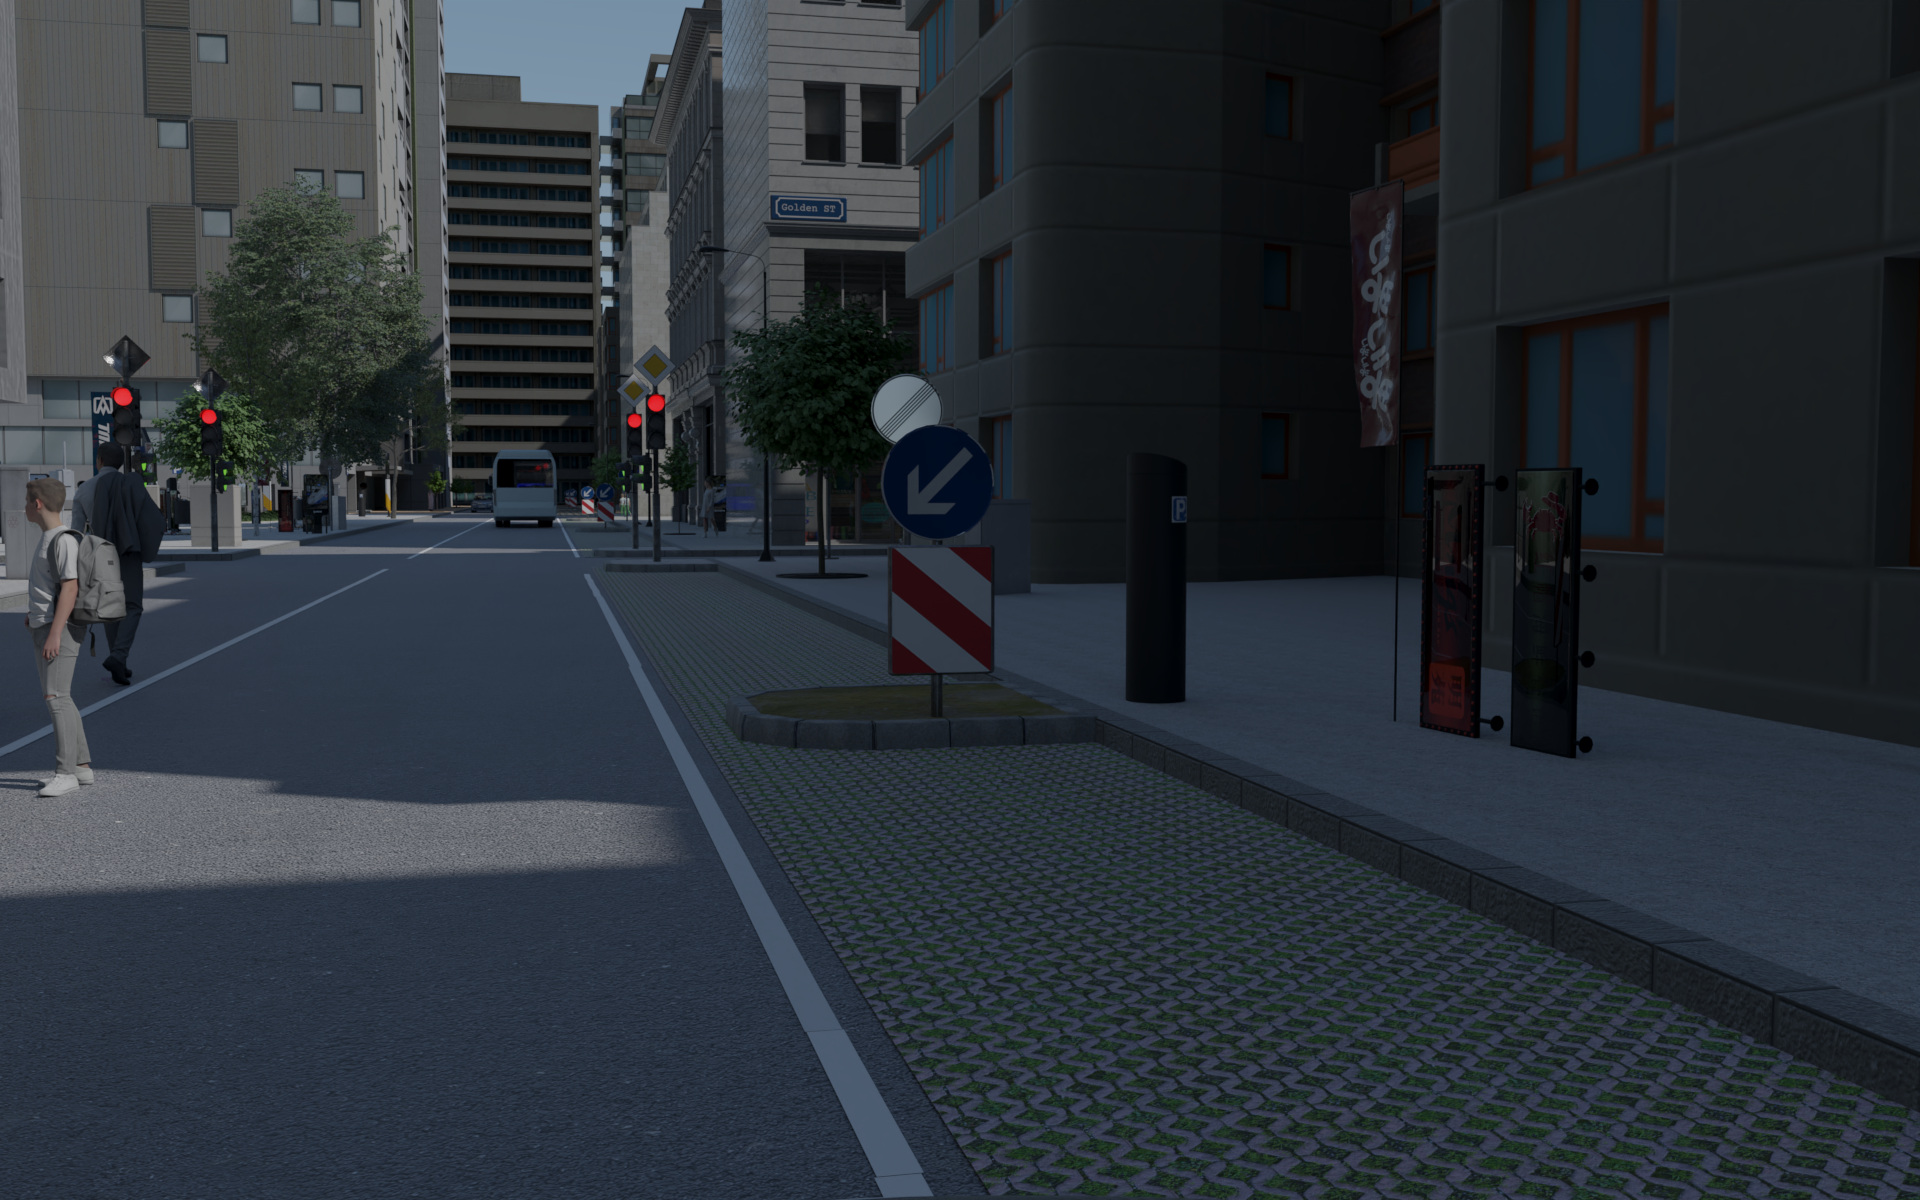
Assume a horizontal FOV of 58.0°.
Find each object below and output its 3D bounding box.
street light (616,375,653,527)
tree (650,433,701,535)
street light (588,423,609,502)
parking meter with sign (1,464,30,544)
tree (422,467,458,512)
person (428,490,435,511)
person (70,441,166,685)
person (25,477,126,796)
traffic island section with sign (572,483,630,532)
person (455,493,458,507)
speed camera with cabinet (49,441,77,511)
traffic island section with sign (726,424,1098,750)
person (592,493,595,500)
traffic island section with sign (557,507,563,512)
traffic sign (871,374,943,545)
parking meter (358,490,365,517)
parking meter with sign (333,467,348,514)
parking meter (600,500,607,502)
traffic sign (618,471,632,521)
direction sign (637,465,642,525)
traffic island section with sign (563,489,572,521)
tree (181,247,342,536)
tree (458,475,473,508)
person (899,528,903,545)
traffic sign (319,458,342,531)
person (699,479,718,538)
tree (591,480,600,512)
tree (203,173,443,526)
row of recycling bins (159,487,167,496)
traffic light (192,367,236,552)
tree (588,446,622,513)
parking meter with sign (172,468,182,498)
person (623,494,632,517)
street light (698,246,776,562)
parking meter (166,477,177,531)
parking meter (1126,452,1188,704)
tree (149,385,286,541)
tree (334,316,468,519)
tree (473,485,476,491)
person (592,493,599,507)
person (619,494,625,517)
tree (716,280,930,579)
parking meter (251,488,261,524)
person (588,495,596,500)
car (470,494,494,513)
[{"bbox_3d":[-12.685,-5.810,67.540,1.470,5.913,1.316,-1,4,-13],"label":"street light"},{"bbox_3d":[-8.991,-3.667,54.550,1.663,3.219,1.824,0,3,0],"label":"tree"},{"bbox_3d":[-23.728,-8.648,113.934,1.470,5.913,1.316,-1,4,-13],"label":"street light"},{"bbox_3d":[-24.332,-2.958,44.616,1.738,3.016,0.543,-2,4,-25],"label":"parking meter with sign"},{"bbox_3d":[-37.986,-8.037,126.008,1.663,3.219,1.824,0,3,0],"label":"tree"},{"bbox_3d":[-40.192,-7.644,131.691,0.551,1.740,0.621,0,4,4],"label":"person"},{"bbox_3d":[-6.384,-0.279,13.166,0.679,1.850,0.850,-1,4,-11],"label":"person"},{"bbox_3d":[-4.370,0.164,8.411,0.503,1.515,0.523,2,4,24],"label":"person"},{"bbox_3d":[-13.469,-3.456,65.136,1.989,1.847,2.006,-1,4,-13],"label":"traffic island section with sign"},{"bbox_3d":[-49.374,-9.832,170.012,0.599,1.433,0.991,-1,4,-19],"label":"person"},{"bbox_3d":[-33.552,-4.375,65.864,0.660,3.252,2.038,2,4,24],"label":"speed camera with cabinet"},{"bbox_3d":[-0.400,-0.121,10.614,1.989,1.847,2.006,-1,4,-13],"label":"traffic island section with sign"},{"bbox_3d":[-37.434,-10.376,176.394,1.217,1.736,0.721,0,4,5],"label":"person"},{"bbox_3d":[-31.443,-8.042,140.118,1.989,1.847,2.006,-1,4,-13],"label":"traffic island section with sign"},{"bbox_3d":[-0.564,-1.123,18.467,0.768,2.556,0.104,0,4,-7],"label":"traffic sign"},{"bbox_3d":[-33.929,-5.492,98.210,0.372,1.533,0.369,0,3,0],"label":"parking meter"},{"bbox_3d":[-39.462,-6.901,109.095,1.738,3.016,0.543,-1,4,-10],"label":"parking meter with sign"},{"bbox_3d":[-23.330,-6.576,113.226,0.399,1.863,0.255,0,4,7],"label":"parking meter"},{"bbox_3d":[-15.650,-4.969,81.347,0.768,2.556,0.104,0,4,-8],"label":"traffic sign"},{"bbox_3d":[-13.589,-4.947,72.878,0.379,3.537,0.876,-1,4,-23],"label":"direction sign"},{"bbox_3d":[-19.761,-5.059,91.349,1.989,1.847,2.006,-1,4,-13],"label":"traffic island section with sign"},{"bbox_3d":[-21.212,-6.253,52.601,4.737,8.622,4.395,0,3,0],"label":"tree"},{"bbox_3d":[-46.547,-10.151,160.565,1.663,3.219,1.824,0,3,0],"label":"tree"},{"bbox_3d":[-1.315,-1.896,41.290,0.306,1.304,0.590,2,4,30],"label":"person"},{"bbox_3d":[-21.955,-3.690,60.438,0.768,2.556,0.104,-1,4,-12],"label":"traffic sign"},{"bbox_3d":[-7.382,-2.701,50.961,0.466,1.731,0.760,1,4,17],"label":"person"},{"bbox_3d":[-26.229,-8.074,126.616,1.663,3.219,1.824,0,3,0],"label":"tree"},{"bbox_3d":[-25.338,-9.940,69.171,9.857,13.997,8.962,0,3,0],"label":"tree"},{"bbox_3d":[-50.597,-6.098,106.816,3.534,1.692,1.069,-1,4,-14],"label":"row of recycling bins"},{"bbox_3d":[-16.536,-3.024,38.365,0.839,4.253,0.868,-1,4,-13],"label":"traffic light"},{"bbox_3d":[-23.531,-8.185,117.540,4.285,4.588,4.351,0,3,0],"label":"tree"},{"bbox_3d":[-45.764,-6.403,100.948,0.543,3.016,1.738,-1,4,-13],"label":"parking meter with sign"},{"bbox_3d":[-18.453,-5.242,95.992,0.590,1.304,0.306,3,4,38],"label":"person"},{"bbox_3d":[-4.207,-3.679,32.690,1.470,5.913,1.316,-1,4,-13],"label":"street light"},{"bbox_3d":[-27.738,-3.380,60.978,0.255,1.863,0.399,-3,5,-44],"label":"parking meter"},{"bbox_3d":[1.217,-0.142,10.732,0.372,1.533,0.369,0,3,0],"label":"parking meter"},{"bbox_3d":[-20.227,-3.890,47.319,4.285,4.588,4.351,0,3,0],"label":"tree"},{"bbox_3d":[-29.142,-9.507,89.846,7.601,10.594,8.767,-1,4,-18],"label":"tree"},{"bbox_3d":[-47.415,-10.381,164.337,1.663,3.219,1.824,0,3,0],"label":"tree"},{"bbox_3d":[-34.805,-9.781,165.946,0.705,1.826,1.348,1,4,20],"label":"person"},{"bbox_3d":[-19.077,-5.373,98.145,0.590,1.304,0.306,3,5,44],"label":"person"},{"bbox_3d":[-2.071,-2.633,26.767,4.285,4.588,4.351,0,3,0],"label":"tree"},{"bbox_3d":[-30.419,-4.062,74.822,0.372,1.533,0.369,0,3,0],"label":"parking meter"},{"bbox_3d":[-34.443,-9.453,161.116,1.217,1.766,0.721,0,4,6],"label":"person"},{"bbox_3d":[-37.039,-7.506,134.727,2.014,1.417,4.499,-1,4,-12],"label":"car"}]
